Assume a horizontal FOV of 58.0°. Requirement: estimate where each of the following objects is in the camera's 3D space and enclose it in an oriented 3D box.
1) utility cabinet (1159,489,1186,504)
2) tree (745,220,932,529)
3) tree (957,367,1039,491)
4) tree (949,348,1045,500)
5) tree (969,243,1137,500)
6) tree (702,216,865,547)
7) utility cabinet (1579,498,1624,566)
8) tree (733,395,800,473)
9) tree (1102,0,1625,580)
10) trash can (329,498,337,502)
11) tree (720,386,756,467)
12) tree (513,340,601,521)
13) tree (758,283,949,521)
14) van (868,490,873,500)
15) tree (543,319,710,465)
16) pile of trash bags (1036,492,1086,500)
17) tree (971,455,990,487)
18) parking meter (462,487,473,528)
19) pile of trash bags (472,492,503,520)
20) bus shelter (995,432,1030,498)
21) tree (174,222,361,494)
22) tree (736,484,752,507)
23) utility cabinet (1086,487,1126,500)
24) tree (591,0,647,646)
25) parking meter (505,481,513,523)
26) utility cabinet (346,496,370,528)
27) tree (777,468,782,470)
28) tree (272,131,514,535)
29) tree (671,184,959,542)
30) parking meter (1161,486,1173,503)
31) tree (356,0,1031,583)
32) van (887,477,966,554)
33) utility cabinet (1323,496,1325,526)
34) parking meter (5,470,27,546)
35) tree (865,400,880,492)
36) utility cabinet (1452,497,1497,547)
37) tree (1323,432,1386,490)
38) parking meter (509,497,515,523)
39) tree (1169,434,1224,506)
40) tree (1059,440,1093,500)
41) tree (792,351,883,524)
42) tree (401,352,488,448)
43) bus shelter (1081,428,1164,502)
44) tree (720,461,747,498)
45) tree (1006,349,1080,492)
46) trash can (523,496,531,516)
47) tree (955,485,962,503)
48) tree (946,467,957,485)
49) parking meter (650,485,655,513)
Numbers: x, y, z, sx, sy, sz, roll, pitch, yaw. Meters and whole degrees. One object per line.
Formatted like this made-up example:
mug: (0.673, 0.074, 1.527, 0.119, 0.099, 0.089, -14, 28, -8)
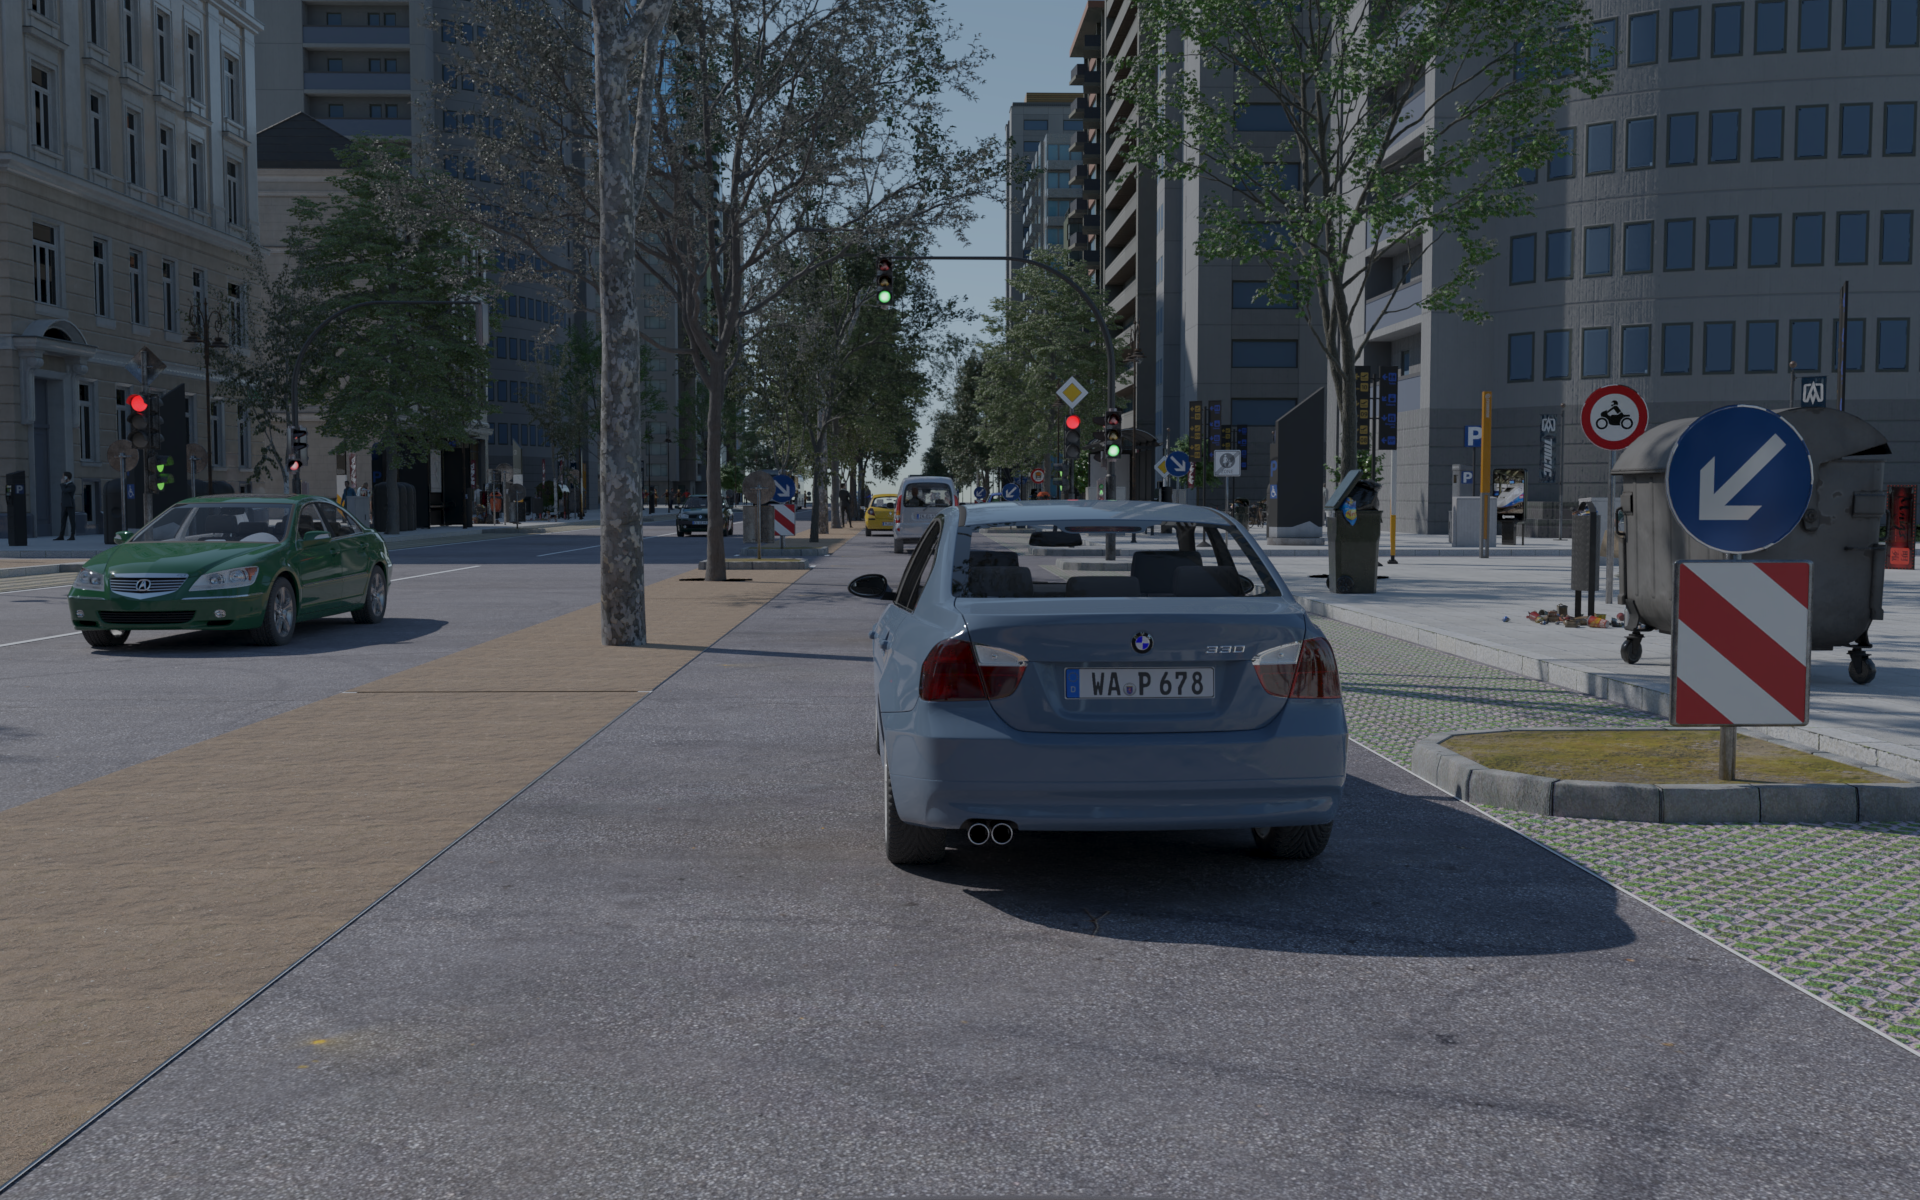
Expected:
utility cabinet: (9.573, -4.240, 78.007, 1.173, 1.500, 0.318, 2, 4, 25)
tree: (-5.023, -9.188, 70.807, 7.486, 12.596, 7.792, 0, 3, 0)
tree: (2.862, -9.032, 98.042, 4.360, 8.622, 3.978, 0, 3, 0)
tree: (2.100, -13.216, 133.086, 9.611, 12.733, 9.660, 0, 3, 0)
tree: (4.411, -9.837, 78.961, 7.486, 12.596, 7.792, 0, 3, 0)
tree: (-4.575, -5.602, 44.411, 4.360, 8.622, 3.978, 0, 3, 0)
utility cabinet: (11.611, -1.228, 31.246, 1.020, 1.237, 0.306, -2, 4, -29)
tree: (-22.739, -18.437, 208.093, 9.857, 13.997, 8.962, 0, 3, 0)
tree: (5.759, -6.134, 26.047, 9.928, 11.665, 9.643, 0, 3, 0)
trash can: (-25.591, -3.578, 70.158, 0.748, 1.137, 0.748, 0, 3, 0)
tree: (-22.156, -14.063, 155.686, 9.928, 11.665, 9.643, 0, 3, 0)
tree: (-18.924, -8.042, 81.850, 4.360, 8.622, 3.978, 0, 3, 0)
tree: (-5.642, -10.505, 91.228, 9.611, 12.733, 9.660, 0, 3, 0)
van: (-13.755, -15.077, 250.898, 2.240, 2.365, 5.245, 0, 4, -4)
tree: (-20.829, -10.840, 102.992, 9.928, 11.665, 9.643, 0, 3, 0)
pile of trash bags: (4.918, -4.034, 75.710, 3.447, 1.369, 1.912, -2, 4, -25)
tree: (2.399, -12.833, 160.174, 4.737, 8.622, 4.395, 0, 3, 0)
parking meter: (-18.922, -3.554, 66.524, 0.372, 1.533, 0.369, 0, 3, 0)
pile of trash bags: (-23.169, -4.365, 81.128, 3.447, 1.369, 1.912, 0, 4, -5)
bus shelter: (3.270, -8.100, 110.070, 2.179, 5.291, 8.768, 0, 4, -2)
tree: (-18.258, -5.857, 46.125, 4.360, 8.622, 3.978, 0, 3, 0)
tree: (-21.893, -11.060, 175.435, 1.663, 3.219, 1.824, 0, 3, 0)
utility cabinet: (4.399, -2.675, 52.411, 1.173, 1.500, 0.318, -1, 4, -14)
tree: (-1.948, -9.580, 14.986, 12.611, 20.169, 13.585, 0, 3, 0)
parking meter: (-20.185, -4.405, 77.733, 0.399, 1.863, 0.255, 3, 4, 37)
utility cabinet: (-18.782, -2.625, 54.086, 0.306, 1.237, 1.020, 0, 4, 5)
tree: (-23.929, -17.355, 234.108, 4.737, 8.622, 4.395, 0, 3, 0)
tree: (-18.052, -8.382, 55.170, 7.486, 12.596, 7.792, 0, 3, 0)
tree: (-4.318, -6.946, 50.430, 8.767, 10.594, 7.601, 0, 4, -2)
parking meter: (6.729, -2.934, 56.380, 0.372, 1.533, 0.369, 0, 3, 0)
tree: (-4.039, -7.052, 28.134, 12.009, 13.543, 11.850, 0, 3, 0)
van: (-0.826, -2.207, 43.089, 2.013, 2.044, 4.112, 0, 4, -2)
utility cabinet: (14.281, -3.602, 70.054, 1.020, 1.237, 0.306, -2, 4, -31)
parking meter: (-23.245, -2.260, 42.658, 0.255, 1.863, 0.399, 2, 4, 27)
tree: (-5.358, -7.649, 77.874, 4.360, 8.622, 3.978, 0, 3, 0)
utility cabinet: (12.486, -1.888, 42.027, 1.020, 1.237, 0.306, 0, 4, -6)
tree: (10.512, -3.160, 46.275, 1.663, 3.219, 1.824, 0, 3, 0)
parking meter: (-19.707, -4.160, 76.422, 0.372, 1.533, 0.369, 0, 3, 0)
tree: (11.746, -6.220, 85.414, 4.285, 4.588, 4.351, 0, 3, 0)
tree: (4.602, -4.153, 62.508, 1.663, 3.219, 1.824, 0, 3, 0)
tree: (-5.513, -7.932, 82.511, 4.737, 8.622, 4.395, 0, 3, 0)
tree: (-25.361, -8.212, 84.636, 4.360, 8.622, 3.978, 0, 3, 0)
bus shelter: (5.170, -3.790, 55.895, 2.014, 3.302, 5.546, 0, 4, -2)
tree: (-22.216, -11.236, 167.423, 4.285, 4.588, 4.351, 0, 3, 0)
tree: (4.218, -8.362, 87.084, 4.737, 8.622, 4.395, 0, 3, 0)
trash can: (-25.943, -5.615, 103.461, 0.748, 1.137, 0.748, 0, 3, 0)
tree: (-0.430, -15.946, 255.310, 1.663, 3.219, 1.824, 0, 3, 0)
tree: (-0.030, -16.218, 215.522, 4.360, 8.622, 3.978, 0, 3, 0)
parking meter: (-20.628, -6.749, 116.053, 0.255, 1.863, 0.399, 0, 4, 8)
